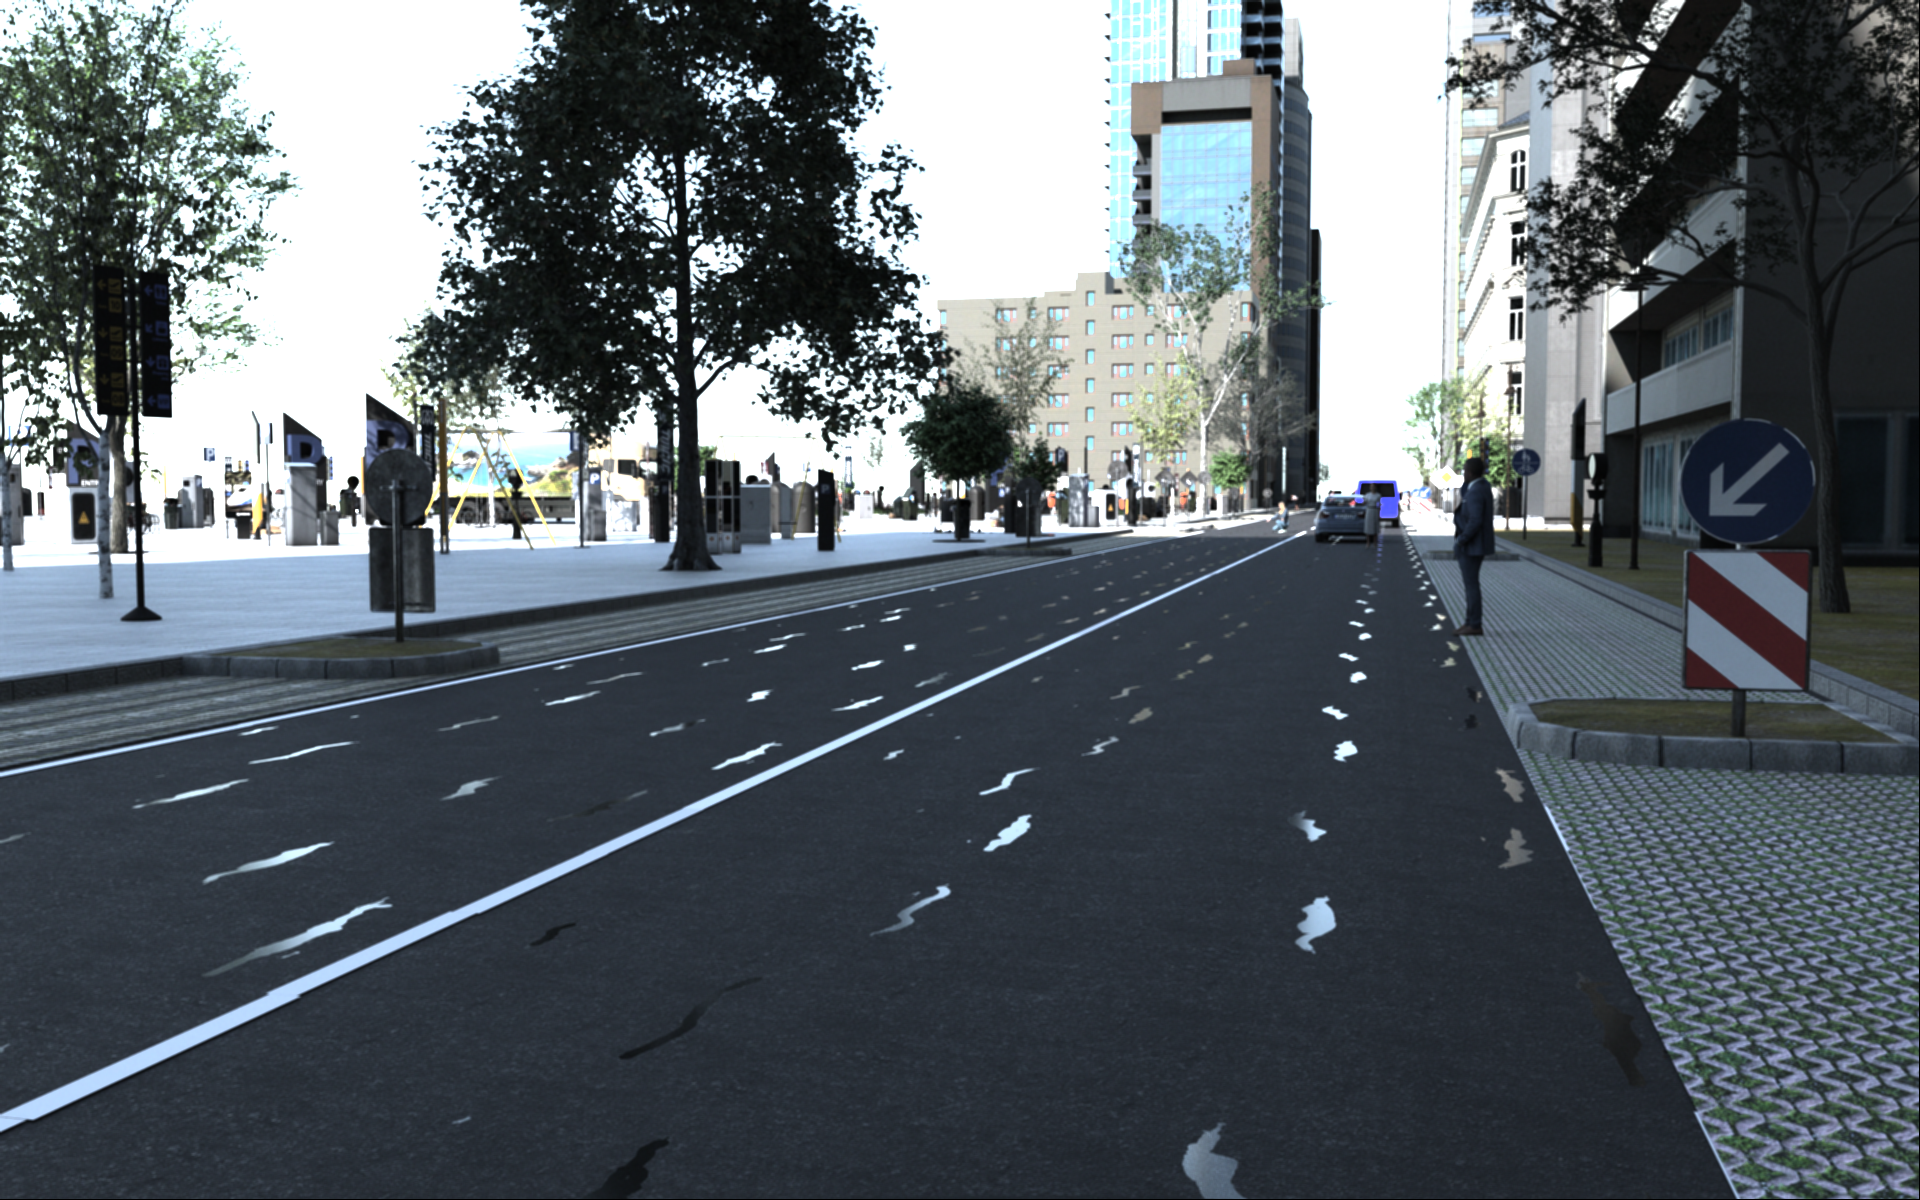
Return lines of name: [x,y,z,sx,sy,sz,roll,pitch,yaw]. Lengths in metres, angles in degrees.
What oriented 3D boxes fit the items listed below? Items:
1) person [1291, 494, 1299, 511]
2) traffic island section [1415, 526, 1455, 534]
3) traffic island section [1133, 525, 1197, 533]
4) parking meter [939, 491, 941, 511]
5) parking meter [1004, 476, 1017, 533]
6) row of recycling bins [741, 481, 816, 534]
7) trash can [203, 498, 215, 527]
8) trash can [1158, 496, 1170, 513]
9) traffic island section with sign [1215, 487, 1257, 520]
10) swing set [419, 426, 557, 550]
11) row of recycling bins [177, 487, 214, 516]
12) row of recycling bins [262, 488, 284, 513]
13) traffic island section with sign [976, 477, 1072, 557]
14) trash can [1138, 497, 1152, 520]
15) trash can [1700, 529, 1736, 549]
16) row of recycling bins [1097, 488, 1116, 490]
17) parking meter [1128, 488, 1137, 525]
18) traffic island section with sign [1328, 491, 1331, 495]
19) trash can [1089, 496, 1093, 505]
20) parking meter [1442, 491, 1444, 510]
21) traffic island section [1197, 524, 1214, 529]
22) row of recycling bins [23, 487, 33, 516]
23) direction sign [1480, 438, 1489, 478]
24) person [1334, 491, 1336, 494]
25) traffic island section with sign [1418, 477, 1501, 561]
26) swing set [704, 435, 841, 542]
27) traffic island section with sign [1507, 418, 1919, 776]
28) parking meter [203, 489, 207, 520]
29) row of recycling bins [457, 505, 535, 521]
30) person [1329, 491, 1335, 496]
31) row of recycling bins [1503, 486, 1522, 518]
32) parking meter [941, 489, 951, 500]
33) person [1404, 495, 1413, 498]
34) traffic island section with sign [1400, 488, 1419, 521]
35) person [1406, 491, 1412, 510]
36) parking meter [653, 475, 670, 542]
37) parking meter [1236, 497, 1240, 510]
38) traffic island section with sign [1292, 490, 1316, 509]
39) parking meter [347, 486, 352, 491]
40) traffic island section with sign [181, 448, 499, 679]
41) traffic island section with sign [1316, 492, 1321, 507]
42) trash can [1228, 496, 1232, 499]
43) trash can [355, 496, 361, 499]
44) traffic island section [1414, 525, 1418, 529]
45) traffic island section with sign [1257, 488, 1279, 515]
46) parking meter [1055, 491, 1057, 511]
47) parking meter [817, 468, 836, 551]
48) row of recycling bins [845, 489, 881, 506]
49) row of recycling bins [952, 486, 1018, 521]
person: [28.935,-8.438,149.657,0.628,1.438,0.799,3,5,43]
traffic island section: [17.615,-2.474,62.724,2.009,0.180,2.903,1,4,14]
traffic island section: [7.675,-2.624,65.183,2.009,0.180,2.903,1,4,14]
parking meter: [-1.375,-7.386,129.176,0.372,1.533,0.369,0,3,0]
parking meter: [1.653,-3.111,56.579,0.255,1.863,0.399,-3,5,-43]
row of recycling bins: [-6.250,-3.056,57.080,3.534,1.692,1.069,2,4,32]
trash can: [-29.660,-3.456,68.159,0.748,1.137,0.748,0,3,0]
trash can: [13.124,-6.107,111.497,0.748,1.137,0.748,0,3,0]
traffic island section with sign: [15.046,-5.278,94.918,1.989,1.847,2.006,1,4,14]
swing set: [-11.352,-2.681,41.457,2.862,2.851,3.119,0,4,-2]
row of recycling bins: [-46.251,-5.971,104.736,3.534,1.692,1.069,3,5,39]
row of recycling bins: [-47.770,-6.931,120.438,3.534,1.692,1.069,-1,4,-9]
traffic island section with sign: [1.555,-1.946,40.447,1.989,1.847,2.006,1,4,14]
trash can: [9.014,-4.447,84.361,0.748,1.137,0.748,0,3,0]
trash can: [11.110,-0.831,25.241,0.748,1.137,0.748,0,3,0]
row of recycling bins: [10.673,-7.209,124.987,1.069,1.692,3.534,2,4,24]
parking meter: [7.224,-3.931,72.682,0.372,1.533,0.369,0,3,0]
traffic island section with sign: [60.005,-16.376,276.367,1.989,1.847,2.006,1,4,14]
trash can: [8.999,-6.751,122.032,0.748,1.137,0.748,0,3,0]
parking meter: [37.938,-7.781,135.627,0.372,1.533,0.369,0,3,0]
traffic island section: [9.596,-3.098,72.934,2.009,0.180,2.903,1,4,14]
row of recycling bins: [-55.110,-5.695,100.225,1.069,1.692,3.534,1,4,8]
direction sign: [21.102,-4.757,69.776,0.379,3.537,0.876,3,5,39]
person: [49.378,-13.462,228.545,1.348,1.831,0.705,3,5,40]
traffic island section with sign: [11.150,-1.793,37.948,1.989,1.847,2.006,1,4,14]
swing set: [-5.240,-2.986,46.434,3.119,2.851,2.862,-2,4,-32]
traffic island section with sign: [4.198,-0.075,9.856,1.989,1.847,2.006,1,4,14]
parking meter: [-37.223,-4.688,85.053,0.372,1.533,0.369,0,3,0]
row of recycling bins: [-21.746,-4.529,81.155,3.534,1.692,1.069,-1,4,-11]
person: [32.468,-8.652,150.890,0.756,1.711,0.436,-1,4,-13]
row of recycling bins: [30.399,-5.186,91.902,3.534,1.692,1.069,-1,4,-22]
parking meter: [-0.617,-4.847,87.658,0.372,1.533,0.369,0,3,0]
person: [52.897,-11.980,204.389,1.348,1.823,0.705,3,5,41]
traffic island section with sign: [24.408,-5.066,91.462,1.989,1.847,2.006,1,4,14]
person: [40.670,-9.014,156.603,0.721,1.735,1.217,3,5,41]
parking meter: [-7.953,-2.473,46.144,0.255,1.863,0.399,3,4,38]
parking meter: [22.278,-7.988,139.008,0.372,1.533,0.369,0,3,0]
traffic island section with sign: [33.577,-9.852,169.708,1.989,1.847,2.006,1,4,14]
parking meter: [-43.080,-7.131,122.309,0.255,1.863,0.399,-2,4,-33]
traffic island section with sign: [-4.940,-0.346,14.283,1.989,1.847,2.006,1,4,14]
traffic island section with sign: [40.072,-11.452,195.872,1.989,1.847,2.006,1,4,14]
trash can: [18.536,-6.605,119.650,0.748,1.137,0.748,0,3,0]
trash can: [-39.816,-6.311,114.835,0.748,1.137,0.748,0,3,0]
traffic island section: [19.536,-2.948,70.475,2.009,0.180,2.903,1,4,14]
traffic island section with sign: [21.593,-6.894,121.336,1.989,1.847,2.006,1,4,14]
parking meter: [7.593,-7.759,135.278,0.372,1.533,0.369,0,3,0]
parking meter: [-3.015,-2.049,39.215,0.399,1.863,0.255,0,4,4]
row of recycling bins: [-8.726,-8.963,153.661,3.534,1.692,1.069,-1,4,-22]
row of recycling bins: [1.255,-4.702,83.989,3.534,1.692,1.069,2,4,23]
